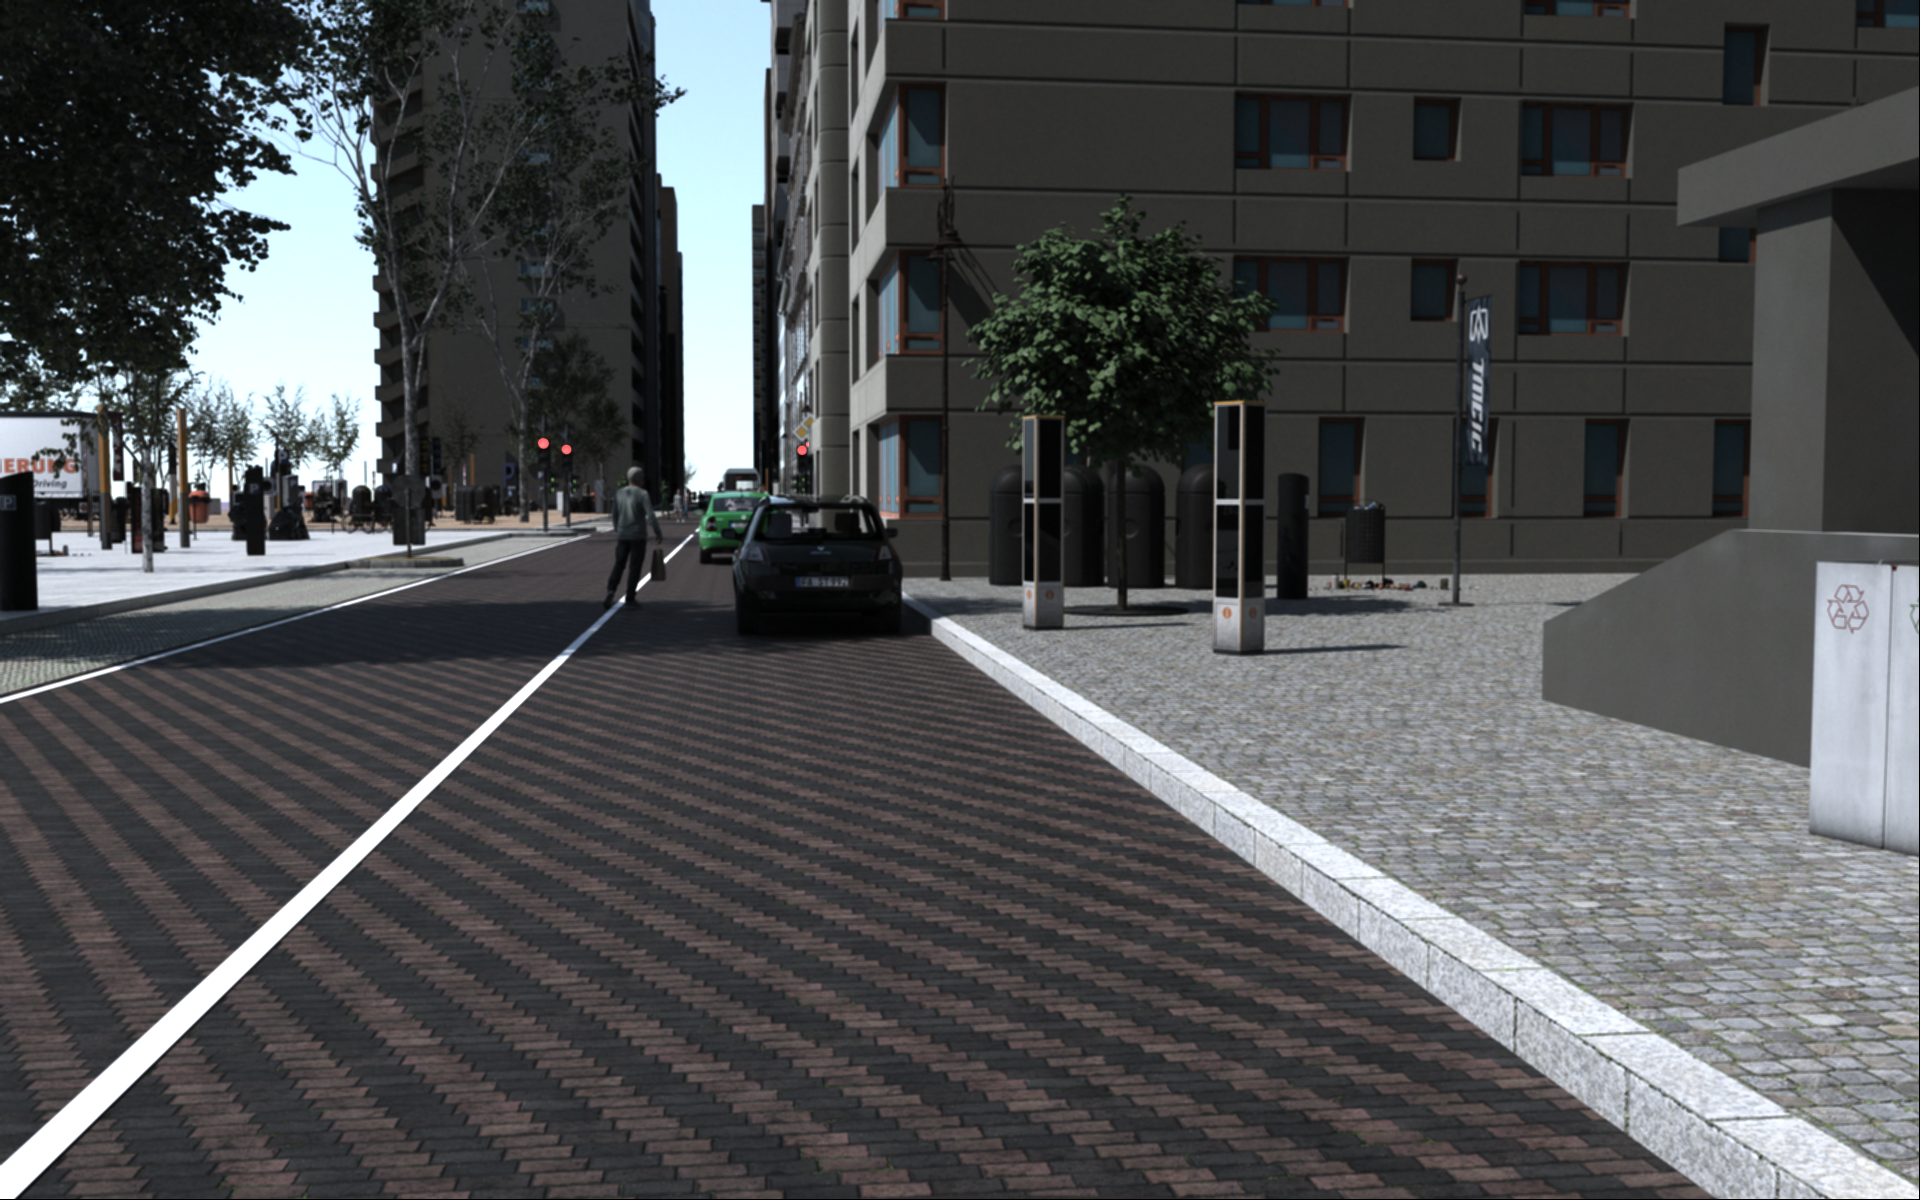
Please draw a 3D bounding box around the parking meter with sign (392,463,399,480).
[{"bbox_3d":[-31.235,-6.239,98.273,1.738,3.016,0.543,-3,5,-45],"label":"parking meter with sign"}]

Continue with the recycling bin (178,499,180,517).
[{"bbox_3d":[-44.107,-5.278,98.853,0.722,1.027,0.722,1,4,14],"label":"recycling bin"}]

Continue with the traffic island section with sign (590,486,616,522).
[{"bbox_3d":[-17.997,-4.927,89.181,1.989,1.847,2.006,0,4,-7],"label":"traffic island section with sign"}]

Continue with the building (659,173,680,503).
[{"bbox_3d":[-46.943,-36.363,244.649,14.600,45.320,14.200,0,4,-7],"label":"building"}]

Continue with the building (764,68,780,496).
[{"bbox_3d":[-13.221,-32.424,180.246,14.600,45.320,14.200,0,4,-7],"label":"building"}]

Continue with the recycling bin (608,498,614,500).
[{"bbox_3d":[-26.060,-7.198,130.247,0.722,1.027,0.722,-1,4,-13],"label":"recycling bin"}]

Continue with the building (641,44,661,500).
[{"bbox_3d":[-37.437,-31.763,169.431,14.600,45.320,14.200,0,4,-7],"label":"building"}]

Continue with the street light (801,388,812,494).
[{"bbox_3d":[-6.561,-6.188,73.969,0.468,5.910,1.993,0,4,-7],"label":"street light"}]

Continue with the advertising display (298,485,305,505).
[{"bbox_3d":[-48.945,-7.517,128.120,0.974,1.923,0.123,-2,4,-25],"label":"advertising display"}]

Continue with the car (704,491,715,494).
[{"bbox_3d":[-33.280,-13.570,230.545,2.281,1.827,5.304,0,4,-8],"label":"car"}]

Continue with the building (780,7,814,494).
[{"bbox_3d":[-2.734,-17.893,89.821,12.463,27.353,25.104,0,4,-7],"label":"building"}]

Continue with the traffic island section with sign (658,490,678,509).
[{"bbox_3d":[-27.800,-9.555,164.858,1.989,1.847,2.006,0,4,-7],"label":"traffic island section with sign"}]

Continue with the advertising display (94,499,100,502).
[{"bbox_3d":[-63.110,-7.426,126.629,0.123,1.923,0.974,0,4,2],"label":"advertising display"}]

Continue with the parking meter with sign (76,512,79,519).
[{"bbox_3d":[-45.324,-5.688,89.256,0.543,3.016,1.738,-2,4,-24],"label":"parking meter with sign"}]

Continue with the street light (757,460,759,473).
[{"bbox_3d":[-25.075,-14.960,217.381,0.468,5.910,1.993,0,4,-7],"label":"street light"}]

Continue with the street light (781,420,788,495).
[{"bbox_3d":[-10.937,-8.273,108.054,0.468,5.910,1.993,0,4,-7],"label":"street light"}]

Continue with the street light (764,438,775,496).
[{"bbox_3d":[-16.439,-10.810,149.533,0.468,5.910,1.993,0,4,-7],"label":"street light"}]

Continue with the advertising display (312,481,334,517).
[{"bbox_3d":[-30.298,-4.720,82.384,0.974,1.923,0.123,0,4,-2],"label":"advertising display"}]

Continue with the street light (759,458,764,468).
[{"bbox_3d":[-20.704,-12.871,183.224,0.468,5.910,1.993,0,4,-7],"label":"street light"}]

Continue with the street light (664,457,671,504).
[{"bbox_3d":[-35.898,-14.581,211.184,0.468,5.910,1.993,0,4,-7],"label":"street light"}]

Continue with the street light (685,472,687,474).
[{"bbox_3d":[-46.458,-19.624,293.638,0.468,5.910,1.993,0,4,-7],"label":"street light"}]

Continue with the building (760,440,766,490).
[{"bbox_3d":[-12.118,-54.386,201.876,22.319,86.520,31.000,0,4,-7],"label":"building"}]

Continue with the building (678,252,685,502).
[{"bbox_3d":[-52.463,-36.673,283.196,14.154,41.232,14.086,0,4,-7],"label":"building"}]

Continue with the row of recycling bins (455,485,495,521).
[{"bbox_3d":[-22.980,-4.573,81.880,1.069,1.692,3.534,-2,4,-35],"label":"row of recycling bins"}]

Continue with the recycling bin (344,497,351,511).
[{"bbox_3d":[-48.033,-7.512,135.371,0.722,1.027,0.722,-3,4,-38],"label":"recycling bin"}]

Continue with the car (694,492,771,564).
[{"bbox_3d":[-4.693,-1.726,37.022,1.959,1.807,4.718,-1,4,-9],"label":"car"}]

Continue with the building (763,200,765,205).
[{"bbox_3d":[-20.614,-39.838,270.966,23.786,49.044,30.456,0,4,-7],"label":"building"}]

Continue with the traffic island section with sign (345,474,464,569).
[{"bbox_3d":[-10.866,-1.555,34.048,1.989,1.847,2.006,0,4,-7],"label":"traffic island section with sign"}]

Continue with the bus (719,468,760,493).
[{"bbox_3d":[-16.383,-8.192,128.799,2.948,3.499,13.247,-1,4,-8],"label":"bus"}]

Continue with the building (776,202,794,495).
[{"bbox_3d":[-5.137,-16.674,114.415,13.314,21.916,24.055,0,4,-7],"label":"building"}]

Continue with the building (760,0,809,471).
[{"bbox_3d":[-3.659,-34.924,160.240,28.713,52.752,27.495,0,4,-7],"label":"building"}]

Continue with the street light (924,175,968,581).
[{"bbox_3d":[-0.214,-3.224,25.494,0.468,5.910,1.993,0,4,-7],"label":"street light"}]

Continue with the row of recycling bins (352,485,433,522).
[{"bbox_3d":[-26.356,-4.483,80.408,3.534,1.692,1.069,-1,4,-22],"label":"row of recycling bins"}]

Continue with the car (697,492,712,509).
[{"bbox_3d":[-24.156,-9.542,165.793,2.009,1.686,4.222,-1,4,-9],"label":"car"}]

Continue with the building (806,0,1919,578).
[{"bbox_3d":[10.739,-12.039,41.875,27.650,21.520,28.899,0,4,-7],"label":"building"}]

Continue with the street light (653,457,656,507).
[{"bbox_3d":[-31.290,-12.463,176.564,0.468,5.910,1.993,0,4,-7],"label":"street light"}]

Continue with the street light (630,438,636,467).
[{"bbox_3d":[-26.976,-10.403,142.879,0.468,5.910,1.993,0,4,-7],"label":"street light"}]

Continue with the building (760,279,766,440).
[{"bbox_3d":[-19.861,-28.249,233.565,14.160,30.474,14.107,0,4,-7],"label":"building"}]

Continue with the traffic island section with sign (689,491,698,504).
[{"bbox_3d":[-38.429,-14.576,246.946,1.989,1.847,2.006,0,4,-7],"label":"traffic island section with sign"}]

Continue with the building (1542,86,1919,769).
[{"bbox_3d":[20.486,-19.136,4.748,32.217,40.220,23.993,0,4,-7],"label":"building"}]

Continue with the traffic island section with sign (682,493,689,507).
[{"bbox_3d":[-31.259,-11.190,191.591,1.989,1.847,2.006,0,4,-7],"label":"traffic island section with sign"}]

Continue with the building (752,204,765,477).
[{"bbox_3d":[-22.514,-34.464,247.082,14.154,41.232,14.086,0,4,-7],"label":"building"}]

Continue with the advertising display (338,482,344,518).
[{"bbox_3d":[-33.343,-5.388,93.313,0.123,1.923,0.974,-1,4,-11],"label":"advertising display"}]

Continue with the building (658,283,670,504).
[{"bbox_3d":[-46.077,-28.024,229.890,14.160,30.474,14.107,0,4,-7],"label":"building"}]

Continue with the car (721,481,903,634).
[{"bbox_3d":[-1.640,-0.576,19.205,2.009,1.686,4.222,0,4,-8],"label":"car"}]

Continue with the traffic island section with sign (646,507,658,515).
[{"bbox_3d":[-21.467,-6.562,115.913,1.989,1.847,2.006,0,4,-7],"label":"traffic island section with sign"}]

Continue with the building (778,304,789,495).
[{"bbox_3d":[-8.635,-17.116,134.602,10.420,20.320,16.860,0,4,-7],"label":"building"}]

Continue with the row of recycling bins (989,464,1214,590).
[{"bbox_3d":[2.060,-1.032,23.978,3.534,1.692,1.069,1,4,21],"label":"row of recycling bins"}]

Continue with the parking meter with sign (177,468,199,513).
[{"bbox_3d":[-52.409,-7.395,117.176,1.738,3.016,0.543,-2,4,-30],"label":"parking meter with sign"}]

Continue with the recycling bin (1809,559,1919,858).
[{"bbox_3d":[3.664,0.380,6.347,0.722,1.027,0.722,-1,4,-23],"label":"recycling bin"}]

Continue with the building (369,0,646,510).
[{"bbox_3d":[-38.898,-32.214,150.408,21.300,48.544,21.600,0,4,-7],"label":"building"}]

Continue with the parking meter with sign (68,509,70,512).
[{"bbox_3d":[-58.706,-7.292,115.493,0.543,3.016,1.738,1,4,15],"label":"parking meter with sign"}]

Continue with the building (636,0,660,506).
[{"bbox_3d":[-44.344,-39.601,189.480,21.231,58.520,28.212,0,4,-7],"label":"building"}]

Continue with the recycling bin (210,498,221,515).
[{"bbox_3d":[-46.424,-5.817,107.669,0.722,1.027,0.722,-3,5,-40],"label":"recycling bin"}]
